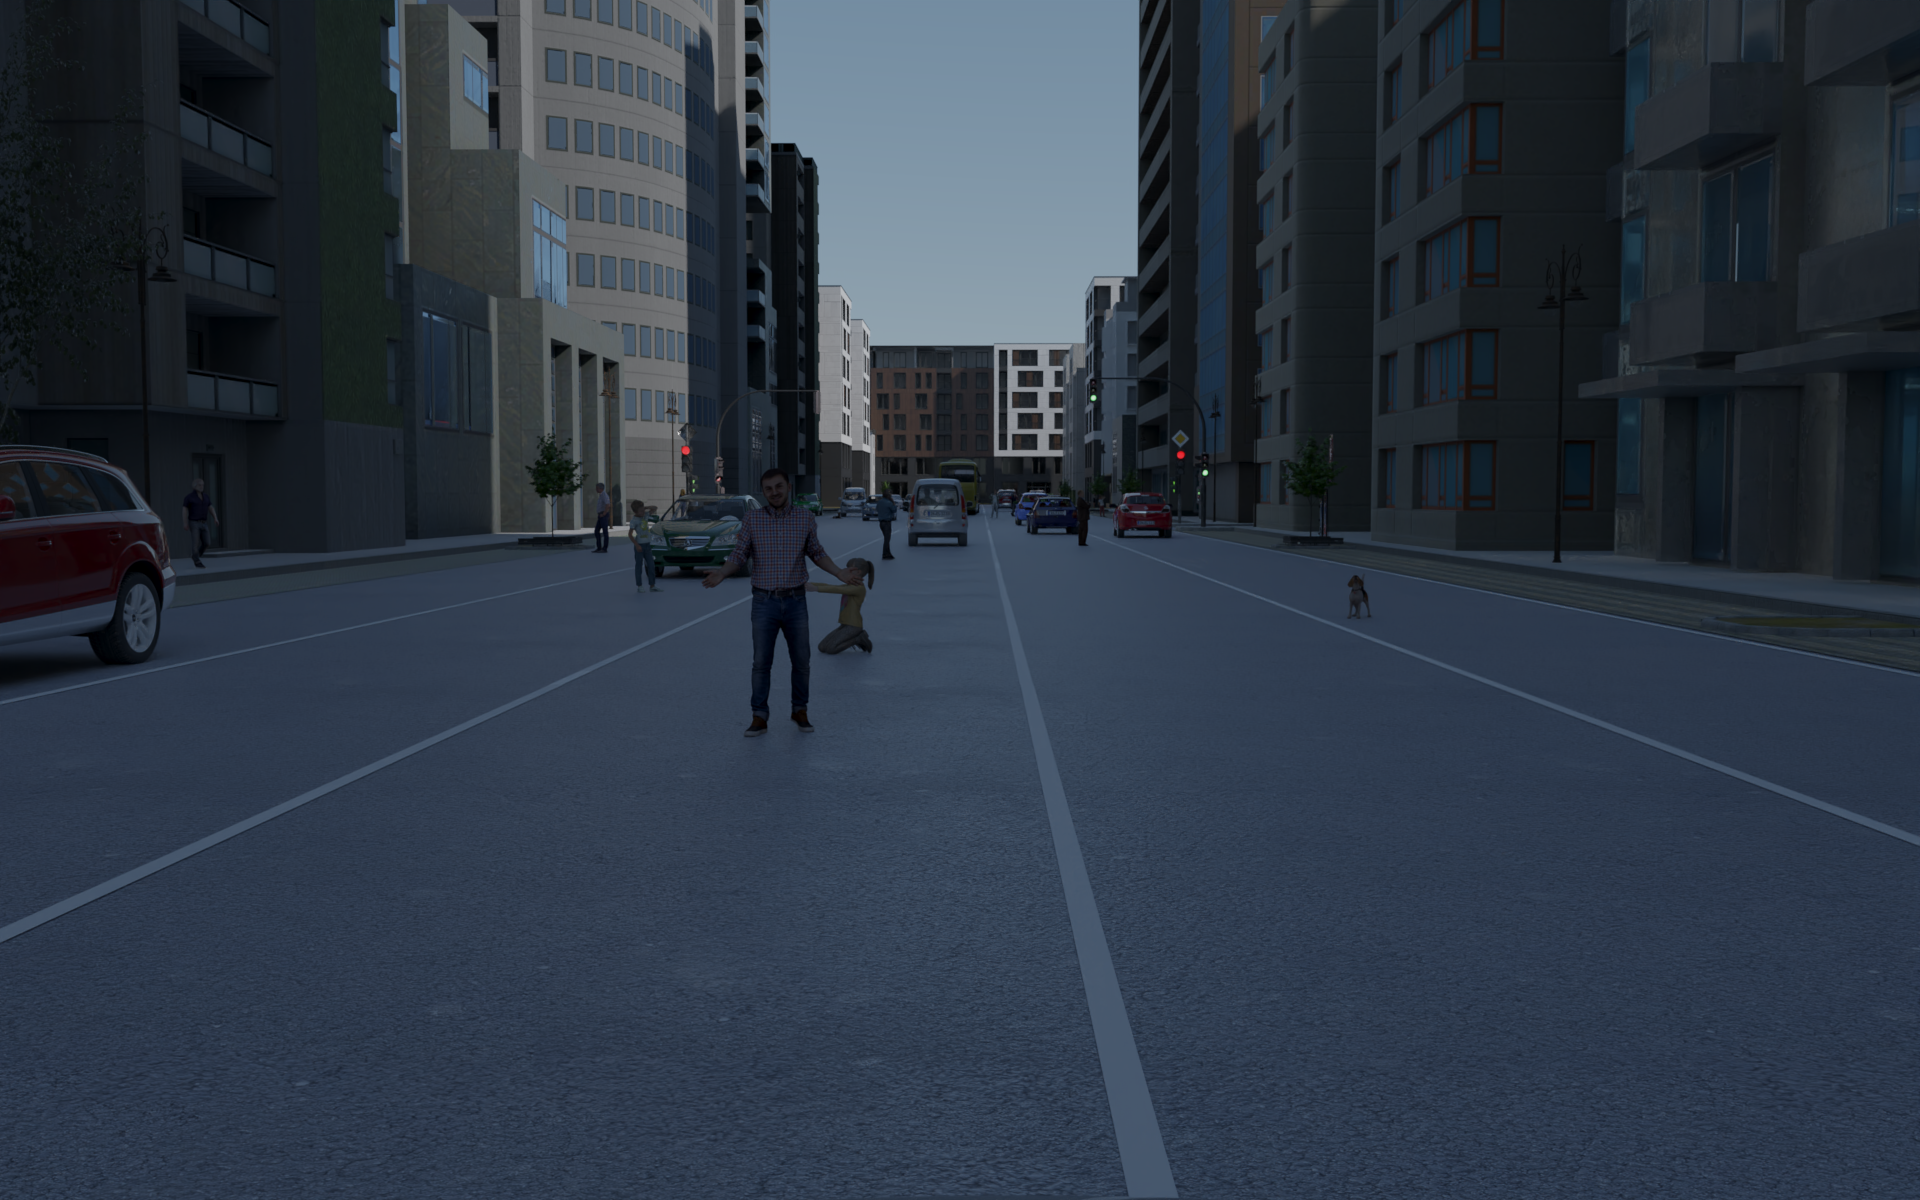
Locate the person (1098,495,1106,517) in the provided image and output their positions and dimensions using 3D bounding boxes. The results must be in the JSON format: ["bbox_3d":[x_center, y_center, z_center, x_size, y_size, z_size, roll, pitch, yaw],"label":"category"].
[{"bbox_3d":[8.884,-5.847,108.015,0.435,1.345,0.340,-3,5,-44],"label":"person"}]

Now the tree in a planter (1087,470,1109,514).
[{"bbox_3d":[10.195,-7.971,127.541,1.991,3.239,1.994,0,4,1],"label":"tree in a planter"}]

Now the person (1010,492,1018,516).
[{"bbox_3d":[3.465,-6.132,110.962,0.569,1.553,0.471,-1,4,-14],"label":"person"}]

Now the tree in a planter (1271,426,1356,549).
[{"bbox_3d":[9.270,-2.963,45.671,1.991,3.239,1.994,0,4,1],"label":"tree in a planter"}]

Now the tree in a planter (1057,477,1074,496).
[{"bbox_3d":[10.783,-11.021,177.410,1.991,3.239,1.994,0,4,1],"label":"tree in a planter"}]

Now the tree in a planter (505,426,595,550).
[{"bbox_3d":[-10.630,-2.928,45.089,1.991,3.239,1.994,0,4,1],"label":"tree in a planter"}]

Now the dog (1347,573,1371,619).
[{"bbox_3d":[4.621,-0.046,20.044,0.406,0.507,0.540,-1,4,-15],"label":"dog"}]

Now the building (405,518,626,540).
[{"bbox_3d":[-29.164,-45.502,56.629,31.000,86.520,22.319,0,4,1],"label":"building"}]

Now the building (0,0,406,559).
[{"bbox_3d":[-20.774,-21.475,34.719,14.154,41.232,14.086,0,4,1],"label":"building"}]

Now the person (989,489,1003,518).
[{"bbox_3d":[2.097,-5.749,103.225,0.841,1.734,0.376,1,4,16],"label":"person"}]

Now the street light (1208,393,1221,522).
[{"bbox_3d":[11.717,-6.532,79.579,0.468,5.910,1.993,0,4,1],"label":"street light"}]

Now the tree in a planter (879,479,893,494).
[{"bbox_3d":[-8.808,-12.679,204.528,1.991,3.239,1.994,0,4,1],"label":"tree in a planter"}]

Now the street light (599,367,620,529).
[{"bbox_3d":[-12.725,-5.517,62.987,0.468,5.910,1.993,0,4,1],"label":"street light"}]

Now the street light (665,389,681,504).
[{"bbox_3d":[-12.666,-6.339,76.431,0.468,5.910,1.993,0,4,1],"label":"street light"}]

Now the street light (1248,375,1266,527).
[{"bbox_3d":[11.487,-5.772,67.165,0.468,5.910,1.993,0,4,1],"label":"street light"}]

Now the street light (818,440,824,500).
[{"bbox_3d":[-11.849,-10.674,147.313,0.468,5.910,1.993,0,4,1],"label":"street light"}]

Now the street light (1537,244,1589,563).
[{"bbox_3d":[11.161,-3.634,32.201,0.468,5.910,1.993,0,4,1],"label":"street light"}]

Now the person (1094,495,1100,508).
[{"bbox_3d":[12.456,-9.227,157.428,0.617,1.759,0.750,1,4,13],"label":"person"}]

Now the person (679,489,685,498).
[{"bbox_3d":[-12.501,-4.259,78.213,0.480,1.512,0.613,-1,4,-15],"label":"person"}]

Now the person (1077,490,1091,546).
[{"bbox_3d":[3.430,-2.274,47.944,0.388,1.546,0.482,0,4,4],"label":"person"}]

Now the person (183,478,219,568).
[{"bbox_3d":[-13.134,-1.328,29.966,0.569,1.553,0.471,-2,4,-24],"label":"person"}]

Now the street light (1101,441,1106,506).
[{"bbox_3d":[12.416,-10.832,149.889,0.468,5.910,1.993,0,4,1],"label":"street light"}]

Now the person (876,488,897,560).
[{"bbox_3d":[-1.596,-1.649,37.672,0.429,1.552,0.499,-1,4,-9],"label":"person"}]

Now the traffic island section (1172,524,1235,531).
[{"bbox_3d":[9.522,-2.776,67.665,2.009,0.180,2.903,0,4,1],"label":"traffic island section"}]

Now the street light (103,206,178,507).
[{"bbox_3d":[-13.183,-3.377,28.003,0.468,5.910,1.993,0,4,1],"label":"street light"}]

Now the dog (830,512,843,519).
[{"bbox_3d":[-7.168,-4.902,100.342,0.748,0.427,0.550,1,4,15],"label":"dog"}]

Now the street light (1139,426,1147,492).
[{"bbox_3d":[12.125,-8.693,114.925,0.468,5.910,1.993,0,4,1],"label":"street light"}]

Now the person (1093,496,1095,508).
[{"bbox_3d":[12.580,-9.420,160.855,0.721,1.735,1.217,0,4,-4],"label":"person"}]

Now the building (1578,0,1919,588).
[{"bbox_3d":[23.060,-24.604,21.879,23.786,49.044,30.456,0,4,1],"label":"building"}]

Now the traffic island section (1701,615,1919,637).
[{"bbox_3d":[8.954,0.284,18.230,1.991,0.108,1.994,0,4,1],"label":"traffic island section"}]

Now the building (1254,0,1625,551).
[{"bbox_3d":[25.178,-12.701,52.704,27.650,21.520,28.899,0,4,1],"label":"building"}]

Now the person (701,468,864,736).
[{"bbox_3d":[-1.084,0.008,10.327,0.963,1.587,0.435,-1,4,-18],"label":"person"}]

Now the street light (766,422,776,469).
[{"bbox_3d":[-12.191,-8.494,111.658,0.468,5.910,1.993,0,4,1],"label":"street light"}]

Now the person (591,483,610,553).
[{"bbox_3d":[-8.753,-2.002,42.179,0.436,1.711,0.756,-1,4,-17],"label":"person"}]

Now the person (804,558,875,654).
[{"bbox_3d":[-1.107,0.051,15.593,0.695,0.859,0.347,-1,4,-19],"label":"person"}]

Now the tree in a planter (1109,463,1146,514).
[{"bbox_3d":[9.900,-6.323,100.599,1.991,3.239,1.994,0,4,1],"label":"tree in a planter"}]

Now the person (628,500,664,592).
[{"bbox_3d":[-4.591,-0.789,25.305,0.340,1.345,0.435,2,4,31],"label":"person"}]
